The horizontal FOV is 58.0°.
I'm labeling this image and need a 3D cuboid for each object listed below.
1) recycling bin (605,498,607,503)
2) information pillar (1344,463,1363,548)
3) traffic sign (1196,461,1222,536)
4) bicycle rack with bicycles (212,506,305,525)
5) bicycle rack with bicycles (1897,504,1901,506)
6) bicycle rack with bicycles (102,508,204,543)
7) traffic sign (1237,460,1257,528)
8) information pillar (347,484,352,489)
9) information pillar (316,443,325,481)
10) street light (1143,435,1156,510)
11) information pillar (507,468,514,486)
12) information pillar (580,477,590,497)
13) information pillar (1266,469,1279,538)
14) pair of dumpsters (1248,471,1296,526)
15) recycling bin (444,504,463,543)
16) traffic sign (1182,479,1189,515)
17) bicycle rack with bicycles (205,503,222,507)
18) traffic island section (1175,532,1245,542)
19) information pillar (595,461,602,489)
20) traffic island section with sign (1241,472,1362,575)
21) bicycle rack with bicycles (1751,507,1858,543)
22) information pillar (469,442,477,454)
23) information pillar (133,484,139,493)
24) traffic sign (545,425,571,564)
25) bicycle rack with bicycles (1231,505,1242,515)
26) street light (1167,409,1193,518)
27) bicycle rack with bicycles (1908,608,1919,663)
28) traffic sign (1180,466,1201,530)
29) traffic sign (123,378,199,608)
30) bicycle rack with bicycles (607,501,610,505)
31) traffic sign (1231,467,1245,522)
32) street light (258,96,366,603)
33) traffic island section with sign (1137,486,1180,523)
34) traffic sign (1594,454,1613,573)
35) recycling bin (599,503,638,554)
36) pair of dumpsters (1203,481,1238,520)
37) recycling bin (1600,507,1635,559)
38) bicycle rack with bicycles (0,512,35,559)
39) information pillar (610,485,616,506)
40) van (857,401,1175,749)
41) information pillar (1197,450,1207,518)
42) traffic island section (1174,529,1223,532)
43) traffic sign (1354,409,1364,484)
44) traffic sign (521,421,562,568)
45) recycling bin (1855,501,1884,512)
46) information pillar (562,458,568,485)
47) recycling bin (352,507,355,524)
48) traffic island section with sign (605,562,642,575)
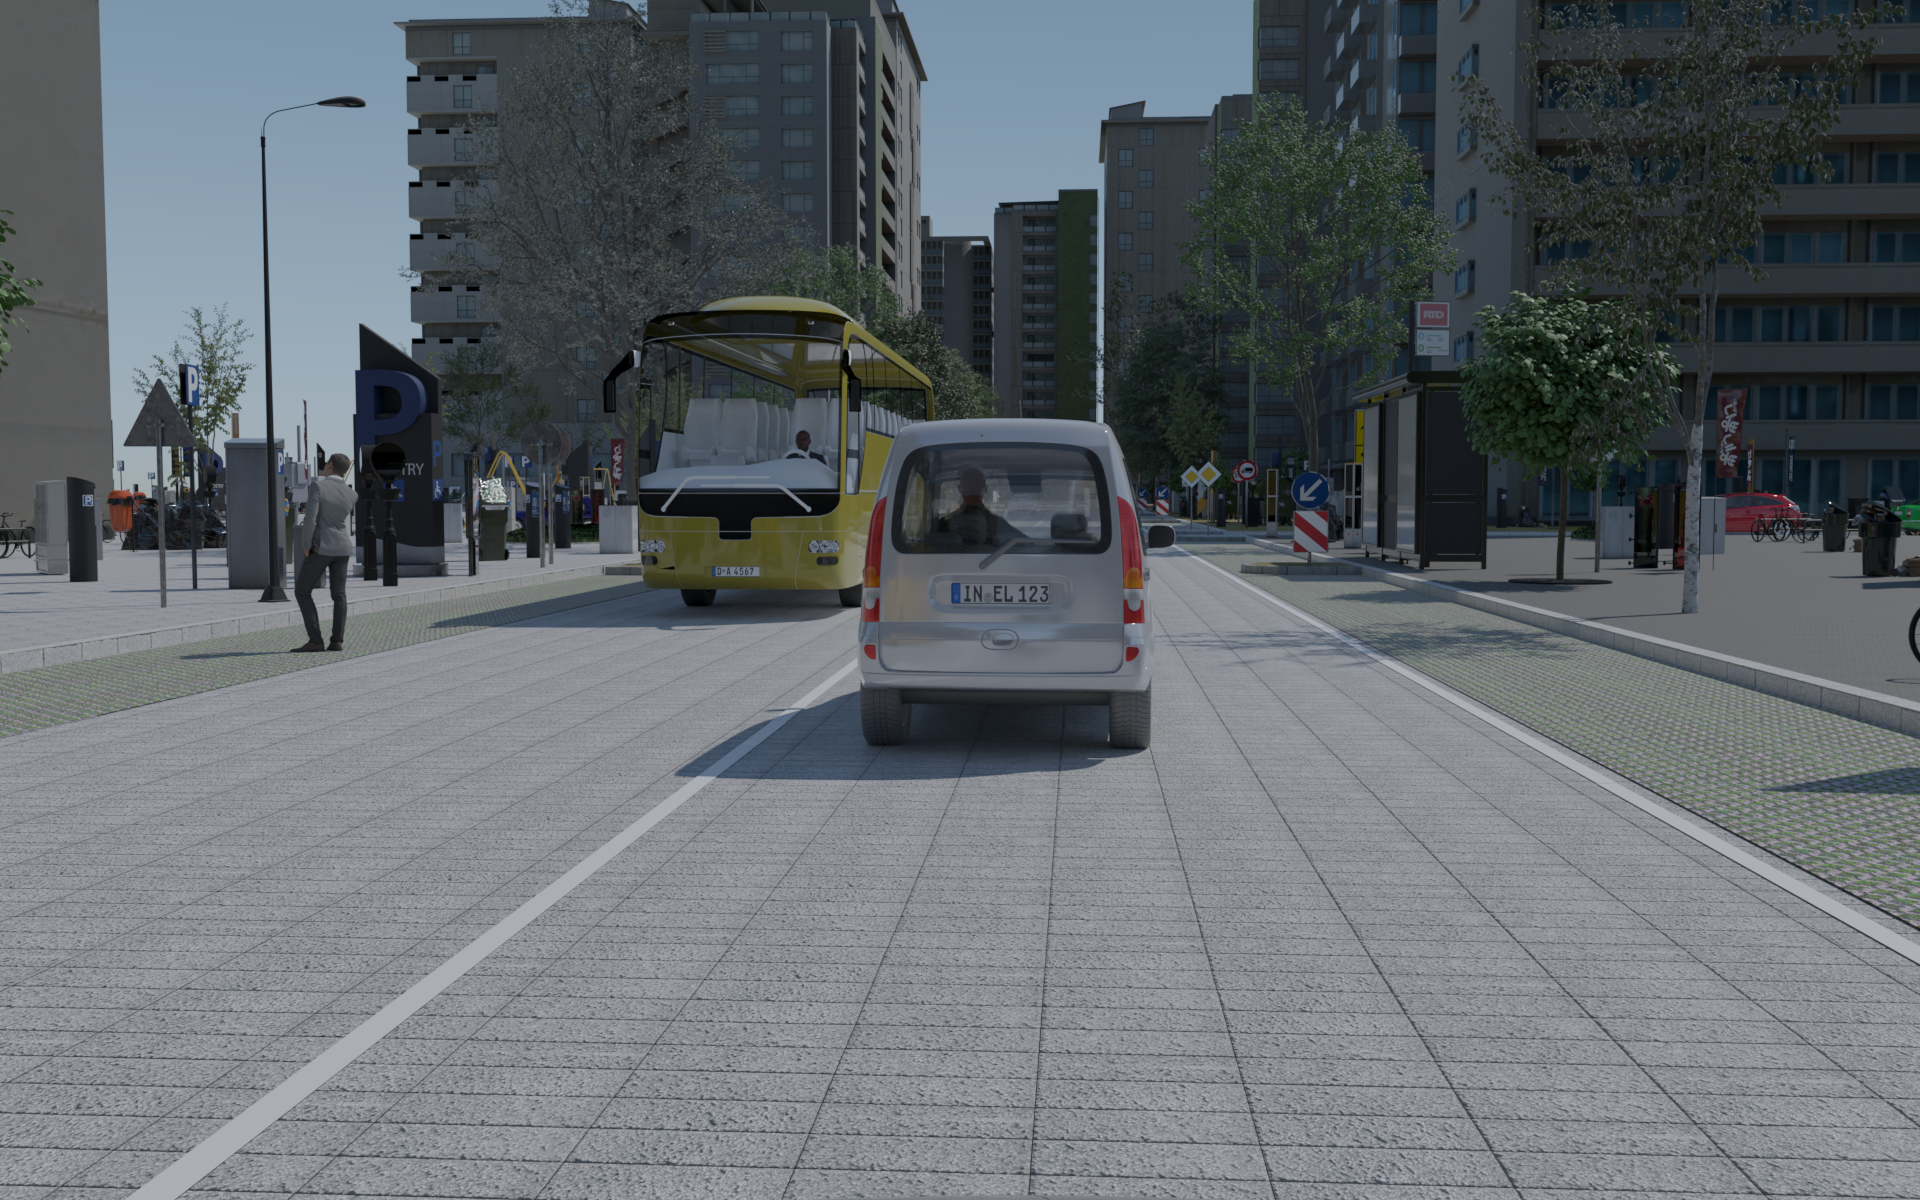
[{"bbox_3d":[-23.106,-6.020,110.975,0.722,1.027,0.722,2,4,31],"label":"recycling bin"},{"bbox_3d":[9.318,-2.235,41.038,0.304,2.012,0.304,-2,4,-34],"label":"information pillar"},{"bbox_3d":[7.608,-3.023,53.074,0.795,2.450,0.064,0,4,4],"label":"traffic sign"},{"bbox_3d":[-16.518,-1.830,43.300,2.852,0.926,2.925,1,4,10],"label":"bicycle rack with bicycles"},{"bbox_3d":[57.875,-5.544,104.019,2.925,0.926,2.852,-2,4,-31],"label":"bicycle rack with bicycles"},{"bbox_3d":[-21.752,-1.925,44.863,2.852,0.926,2.925,0,4,4],"label":"bicycle rack with bicycles"},{"bbox_3d":[10.737,-3.959,64.837,0.768,2.556,0.104,0,4,4],"label":"traffic sign"},{"bbox_3d":[-45.191,-7.574,128.324,0.304,2.012,0.304,-2,4,-33],"label":"information pillar"},{"bbox_3d":[-29.188,-5.370,79.148,0.183,3.616,0.504,1,4,21],"label":"information pillar"},{"bbox_3d":[14.699,-9.990,135.879,1.470,5.913,1.316,0,4,4],"label":"street light"},{"bbox_3d":[-27.763,-7.076,107.040,0.504,3.616,0.183,2,4,23],"label":"information pillar"},{"bbox_3d":[-16.051,-4.260,74.135,0.304,2.012,0.304,-3,4,-36],"label":"information pillar"},{"bbox_3d":[9.221,-2.851,51.108,0.304,2.012,0.304,1,4,17],"label":"information pillar"},{"bbox_3d":[12.850,-4.217,71.443,1.574,2.255,4.437,0,4,4],"label":"pair of dumpsters"},{"bbox_3d":[-13.572,-2.025,45.662,0.722,1.027,0.722,-2,4,-33],"label":"recycling bin"},{"bbox_3d":[12.702,-5.785,96.717,0.606,2.300,0.079,1,4,14],"label":"traffic sign"},{"bbox_3d":[-30.842,-3.721,74.228,2.925,0.926,2.852,1,4,12],"label":"bicycle rack with bicycles"},{"bbox_3d":[7.632,-1.888,53.150,2.009,0.180,2.903,0,4,4],"label":"traffic island section"},{"bbox_3d":[-25.163,-7.903,120.571,0.504,3.616,0.183,-2,4,-33],"label":"information pillar"},{"bbox_3d":[6.137,-1.391,31.371,1.989,1.847,2.006,0,4,4],"label":"traffic island section with sign"},{"bbox_3d":[22.406,-2.005,46.162,2.925,0.926,2.852,-1,4,-12],"label":"bicycle rack with bicycles"},{"bbox_3d":[-21.858,-5.291,77.866,0.183,3.616,0.504,2,4,24],"label":"information pillar"},{"bbox_3d":[-58.586,-7.258,123.152,0.304,2.012,0.304,-3,5,-40],"label":"information pillar"},{"bbox_3d":[-7.476,-1.926,31.598,0.768,2.556,0.104,0,4,4],"label":"traffic sign"},{"bbox_3d":[16.951,-5.833,108.748,2.925,0.926,2.852,0,4,-7],"label":"bicycle rack with bicycles"},{"bbox_3d":[11.963,-7.443,94.240,1.470,5.913,1.316,0,4,4],"label":"street light"},{"bbox_3d":[8.440,0.083,12.033,2.925,0.926,2.852,3,4,38],"label":"bicycle rack with bicycles"},{"bbox_3d":[8.156,-3.511,61.040,0.795,2.450,0.064,0,4,4],"label":"traffic sign"},{"bbox_3d":[-8.992,-1.191,19.484,0.884,2.594,0.081,0,4,6],"label":"traffic sign"},{"bbox_3d":[-26.663,-7.395,134.284,2.925,0.926,2.852,3,4,36],"label":"bicycle rack with bicycles"},{"bbox_3d":[12.838,-4.870,79.727,0.768,2.556,0.104,0,4,7],"label":"traffic sign"},{"bbox_3d":[-7.630,-2.928,20.407,1.470,5.913,1.316,0,4,4],"label":"street light"},{"bbox_3d":[9.881,-4.720,85.802,1.989,1.847,2.006,0,4,4],"label":"traffic island section with sign"},{"bbox_3d":[10.427,-1.722,28.267,0.768,2.556,0.104,0,4,7],"label":"traffic sign"},{"bbox_3d":[-7.372,-1.520,37.403,0.722,1.027,0.722,0,4,-1],"label":"recycling bin"},{"bbox_3d":[13.246,-5.202,87.545,1.574,2.255,4.437,0,4,4],"label":"pair of dumpsters"},{"bbox_3d":[13.188,-1.353,34.678,0.722,1.027,0.722,1,4,9],"label":"recycling bin"},{"bbox_3d":[-19.517,-1.269,34.137,2.852,0.926,2.925,2,4,25],"label":"bicycle rack with bicycles"},{"bbox_3d":[-21.862,-6.398,109.093,0.304,2.012,0.304,0,4,2],"label":"information pillar"},{"bbox_3d":[0.394,-0.255,11.177,2.013,2.044,4.112,0,4,5],"label":"van"},{"bbox_3d":[12.892,-6.172,92.274,0.504,3.616,0.183,2,4,24],"label":"information pillar"},{"bbox_3d":[8.180,-2.375,61.116,2.009,0.180,2.903,0,4,4],"label":"traffic island section"},{"bbox_3d":[10.569,-2.907,41.409,2.265,3.308,0.079,0,4,8],"label":"traffic sign"},{"bbox_3d":[-7.287,-1.838,30.157,0.768,2.556,0.104,1,4,12],"label":"traffic sign"},{"bbox_3d":[33.062,-3.085,62.987,0.722,1.027,0.722,-2,4,-33],"label":"recycling bin"},{"bbox_3d":[-22.516,-6.579,98.929,0.504,3.616,0.183,0,4,-8],"label":"information pillar"},{"bbox_3d":[-26.204,-3.795,74.602,0.722,1.027,0.722,2,4,28],"label":"recycling bin"},{"bbox_3d":[-5.164,-1.380,31.187,1.989,1.847,2.006,0,4,4],"label":"traffic island section with sign"}]
